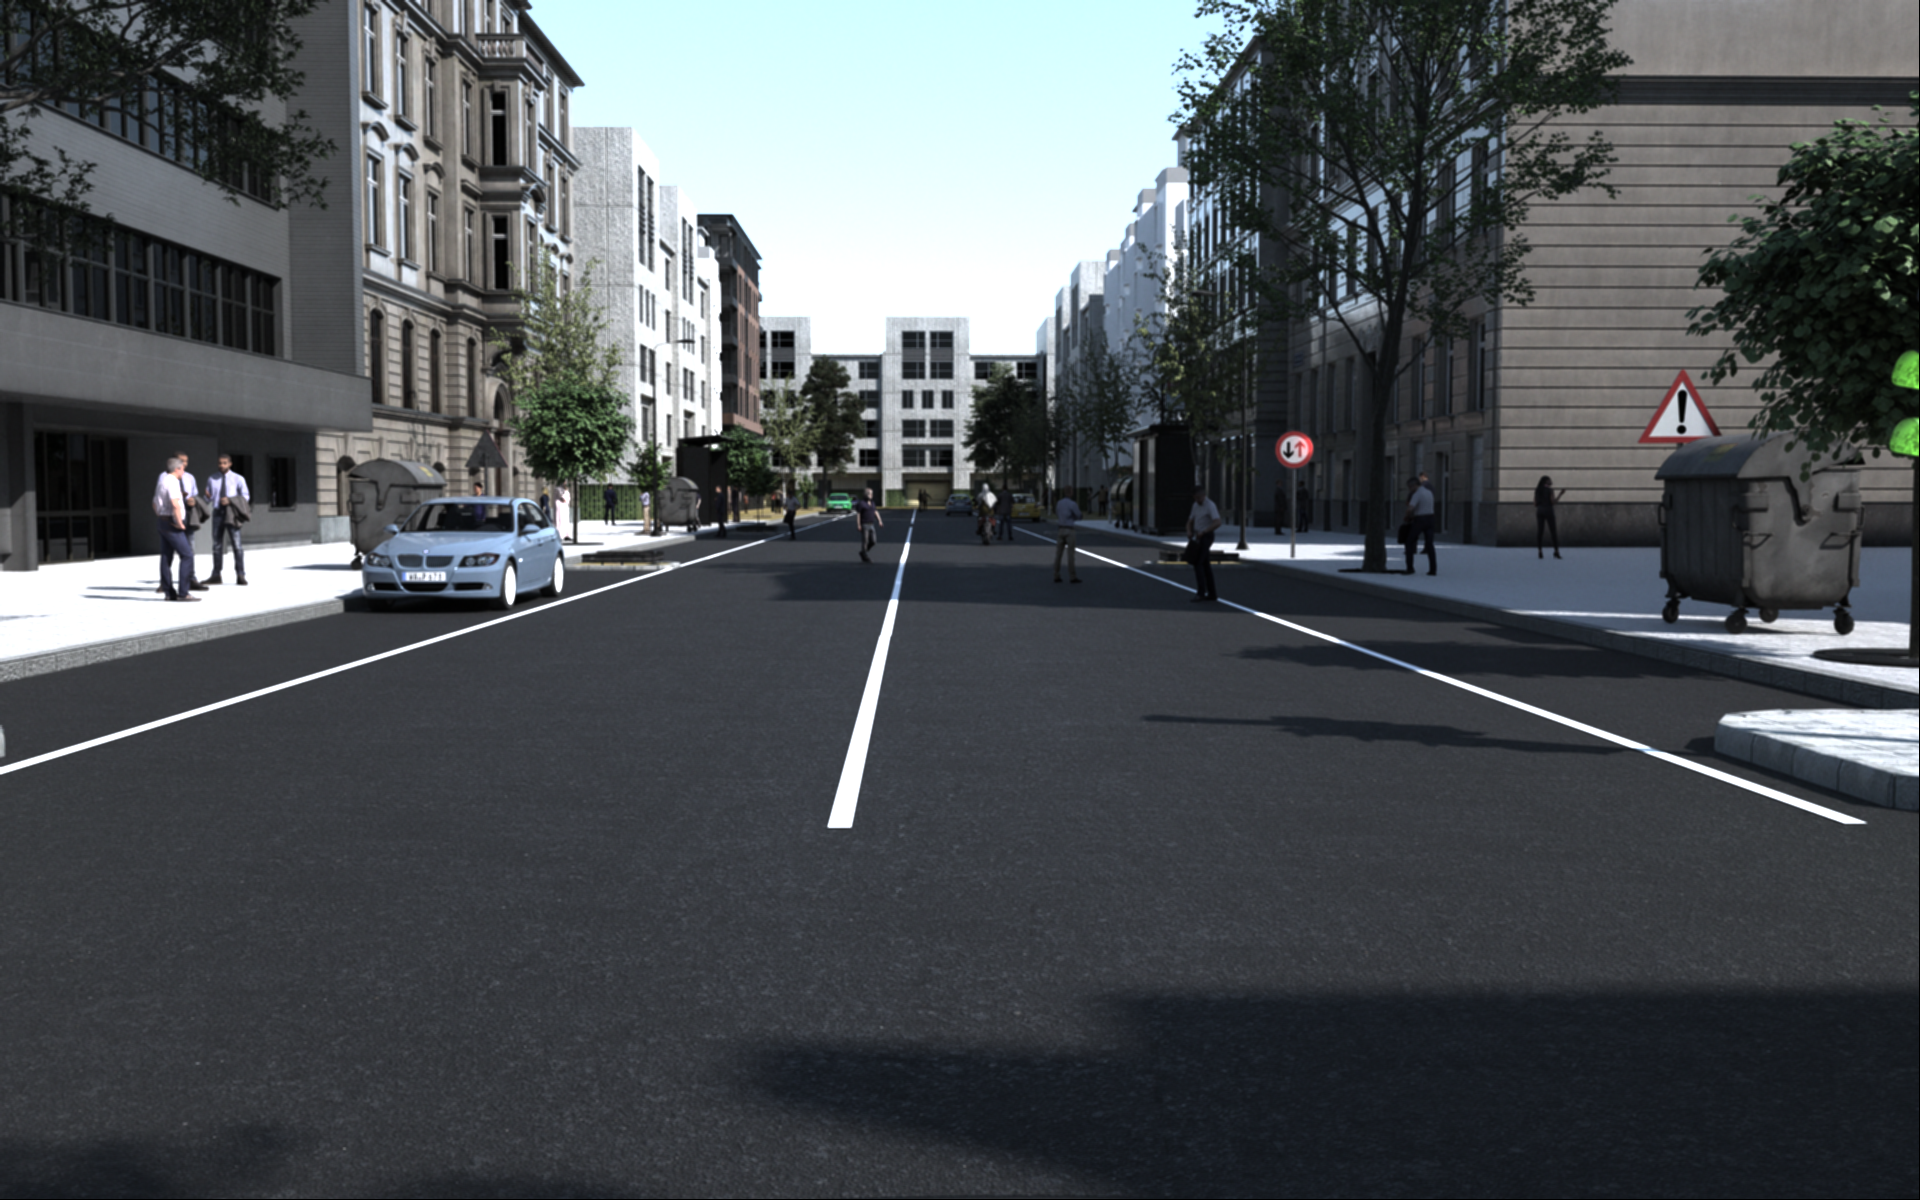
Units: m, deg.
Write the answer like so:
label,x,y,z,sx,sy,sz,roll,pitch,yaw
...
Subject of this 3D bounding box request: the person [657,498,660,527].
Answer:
label,x,y,z,sx,sy,sz,roll,pitch,yaw
person,-10.803,-3.345,62.803,0.516,1.574,0.319,-1,4,-17

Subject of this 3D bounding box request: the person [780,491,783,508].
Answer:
label,x,y,z,sx,sy,sz,roll,pitch,yaw
person,-17.017,-9.578,165.546,0.568,1.767,0.683,-1,4,-16

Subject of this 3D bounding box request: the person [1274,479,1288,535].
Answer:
label,x,y,z,sx,sy,sz,roll,pitch,yaw
person,10.100,-2.933,54.547,0.434,1.755,0.990,0,4,6

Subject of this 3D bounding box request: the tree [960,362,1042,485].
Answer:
label,x,y,z,sx,sy,sz,roll,pitch,yaw
tree,3.831,-14.125,149.074,7.486,12.596,7.792,0,3,0

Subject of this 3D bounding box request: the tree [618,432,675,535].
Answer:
label,x,y,z,sx,sy,sz,roll,pitch,yaw
tree,-9.667,-3.653,54.327,1.663,3.219,1.824,0,3,0

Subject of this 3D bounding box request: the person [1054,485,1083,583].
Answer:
label,x,y,z,sx,sy,sz,roll,pitch,yaw
person,1.741,-1.074,28.130,0.516,1.574,0.319,3,5,44

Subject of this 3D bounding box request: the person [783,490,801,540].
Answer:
label,x,y,z,sx,sy,sz,roll,pitch,yaw
person,-5.286,-2.683,54.581,0.614,1.554,0.590,2,4,28

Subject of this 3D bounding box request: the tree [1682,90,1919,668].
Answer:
label,x,y,z,sx,sy,sz,roll,pitch,yaw
tree,7.376,-1.812,13.335,4.285,4.588,4.351,0,3,0

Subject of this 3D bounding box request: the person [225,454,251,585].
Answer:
label,x,y,z,sx,sy,sz,roll,pitch,yaw
person,-10.349,-1.126,24.324,0.709,1.838,0.599,0,4,-6

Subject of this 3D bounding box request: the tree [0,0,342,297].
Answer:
label,x,y,z,sx,sy,sz,roll,pitch,yaw
tree,-8.369,-4.874,14.106,8.767,10.594,7.601,1,4,19

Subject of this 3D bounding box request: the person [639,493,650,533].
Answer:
label,x,y,z,sx,sy,sz,roll,pitch,yaw
person,-10.493,-3.028,57.614,0.319,1.574,0.516,1,4,12

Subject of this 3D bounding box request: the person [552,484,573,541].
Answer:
label,x,y,z,sx,sy,sz,roll,pitch,yaw
person,-10.774,-2.459,46.914,0.621,1.740,0.551,-1,4,-8

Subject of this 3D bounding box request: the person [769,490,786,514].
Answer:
label,x,y,z,sx,sy,sz,roll,pitch,yaw
person,-11.999,-6.619,114.275,1.348,1.823,0.705,1,4,21

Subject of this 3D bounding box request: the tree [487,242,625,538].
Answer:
label,x,y,z,sx,sy,sz,roll,pitch,yaw
tree,-11.522,-6.115,50.335,4.737,8.622,4.395,0,3,0

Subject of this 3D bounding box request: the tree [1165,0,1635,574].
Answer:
label,x,y,z,sx,sy,sz,roll,pitch,yaw
tree,6.914,-6.245,27.862,9.928,11.665,9.643,0,3,0

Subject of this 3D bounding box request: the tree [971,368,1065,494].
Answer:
label,x,y,z,sx,sy,sz,roll,pitch,yaw
tree,4.233,-11.849,128.137,7.601,10.594,8.767,0,4,2

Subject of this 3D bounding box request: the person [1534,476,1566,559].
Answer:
label,x,y,z,sx,sy,sz,roll,pitch,yaw
person,11.732,-1.649,34.478,0.593,1.643,0.415,0,4,6

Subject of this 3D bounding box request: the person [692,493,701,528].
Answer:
label,x,y,z,sx,sy,sz,roll,pitch,yaw
person,-9.807,-3.431,64.356,0.471,1.553,0.569,-3,4,-37

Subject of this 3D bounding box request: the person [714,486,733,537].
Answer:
label,x,y,z,sx,sy,sz,roll,pitch,yaw
person,-7.940,-2.927,57.274,0.530,1.710,0.541,1,4,11

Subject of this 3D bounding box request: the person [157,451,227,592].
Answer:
label,x,y,z,sx,sy,sz,roll,pitch,yaw
person,-10.163,-1.026,22.691,0.599,1.838,0.709,2,4,35

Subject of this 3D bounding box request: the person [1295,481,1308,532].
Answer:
label,x,y,z,sx,sy,sz,roll,pitch,yaw
person,11.386,-3.123,57.929,0.431,1.722,0.655,3,5,40

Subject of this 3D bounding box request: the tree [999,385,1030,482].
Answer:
label,x,y,z,sx,sy,sz,roll,pitch,yaw
tree,4.760,-10.138,116.125,4.737,8.622,4.395,0,3,0

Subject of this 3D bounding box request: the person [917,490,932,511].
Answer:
label,x,y,z,sx,sy,sz,roll,pitch,yaw
person,-2.991,-8.400,145.935,1.348,1.812,0.705,1,4,15

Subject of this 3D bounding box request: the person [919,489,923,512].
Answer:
label,x,y,z,sx,sy,sz,roll,pitch,yaw
person,-3.101,-7.869,137.180,0.705,1.821,1.348,0,4,2

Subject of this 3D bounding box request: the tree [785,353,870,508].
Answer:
label,x,y,z,sx,sy,sz,roll,pitch,yaw
tree,-11.972,-15.218,156.242,7.806,13.903,7.818,0,3,0

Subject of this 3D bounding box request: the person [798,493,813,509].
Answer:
label,x,y,z,sx,sy,sz,roll,pitch,yaw
person,-13.581,-8.920,151.962,1.350,1.814,0.705,-1,4,-14

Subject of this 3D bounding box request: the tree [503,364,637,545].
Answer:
label,x,y,z,sx,sy,sz,roll,pitch,yaw
tree,-9.833,-3.675,43.795,4.285,4.588,4.351,0,3,0

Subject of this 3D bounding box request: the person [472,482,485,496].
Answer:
label,x,y,z,sx,sy,sz,roll,pitch,yaw
person,-10.378,-1.758,37.157,0.453,1.535,0.546,0,4,-4

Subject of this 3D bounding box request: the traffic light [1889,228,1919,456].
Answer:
label,x,y,z,sx,sy,sz,roll,pitch,yaw
traffic light,5.190,-1.191,8.717,0.839,4.213,0.868,0,4,-1

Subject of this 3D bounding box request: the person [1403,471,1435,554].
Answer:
label,x,y,z,sx,sy,sz,roll,pitch,yaw
person,9.799,-1.871,37.088,0.683,1.767,0.568,-3,4,-37

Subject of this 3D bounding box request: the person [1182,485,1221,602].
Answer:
label,x,y,z,sx,sy,sz,roll,pitch,yaw
person,3.259,-0.760,23.142,0.590,1.554,0.614,-2,4,-27

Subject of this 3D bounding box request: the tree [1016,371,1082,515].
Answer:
label,x,y,z,sx,sy,sz,roll,pitch,yaw
tree,5.362,-9.389,103.880,4.360,8.622,3.978,0,3,0

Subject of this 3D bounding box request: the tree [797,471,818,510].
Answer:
label,x,y,z,sx,sy,sz,roll,pitch,yaw
tree,-12.677,-9.011,141.933,1.663,3.219,1.824,0,3,0

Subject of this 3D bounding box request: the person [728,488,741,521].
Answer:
label,x,y,z,sx,sy,sz,roll,pitch,yaw
person,-10.633,-4.544,81.804,0.566,1.644,0.517,3,4,39

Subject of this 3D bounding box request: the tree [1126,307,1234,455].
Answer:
label,x,y,z,sx,sy,sz,roll,pitch,yaw
tree,8.673,-7.235,68.647,4.360,8.622,3.978,0,3,0

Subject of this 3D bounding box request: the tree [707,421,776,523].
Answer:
label,x,y,z,sx,sy,sz,roll,pitch,yaw
tree,-9.843,-5.745,77.644,4.285,4.588,4.351,0,3,0

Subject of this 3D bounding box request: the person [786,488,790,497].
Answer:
label,x,y,z,sx,sy,sz,roll,pitch,yaw
person,-12.242,-7.222,124.803,0.721,1.739,1.217,-2,4,-31

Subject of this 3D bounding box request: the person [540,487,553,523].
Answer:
label,x,y,z,sx,sy,sz,roll,pitch,yaw
person,-13.210,-2.867,55.464,0.613,1.512,0.480,0,4,-1

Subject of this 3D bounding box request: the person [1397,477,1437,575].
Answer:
label,x,y,z,sx,sy,sz,roll,pitch,yaw
person,7.234,-1.170,27.390,0.614,1.554,0.590,-3,5,-41

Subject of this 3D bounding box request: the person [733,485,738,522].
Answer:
label,x,y,z,sx,sy,sz,roll,pitch,yaw
person,-10.251,-4.408,79.032,0.530,1.710,0.541,2,4,35

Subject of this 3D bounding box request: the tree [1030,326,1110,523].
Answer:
label,x,y,z,sx,sy,sz,roll,pitch,yaw
tree,6.407,-7.636,75.205,4.737,8.622,4.395,0,3,0

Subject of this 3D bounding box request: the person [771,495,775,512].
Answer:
label,x,y,z,sx,sy,sz,roll,pitch,yaw
person,-13.307,-7.197,123.645,0.705,1.831,1.348,0,4,7

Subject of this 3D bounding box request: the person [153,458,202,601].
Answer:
label,x,y,z,sx,sy,sz,roll,pitch,yaw
person,-9.409,-0.845,20.803,0.436,1.711,0.756,-2,4,-34

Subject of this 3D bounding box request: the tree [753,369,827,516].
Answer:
label,x,y,z,sx,sy,sz,roll,pitch,yaw
tree,-10.255,-9.311,102.592,4.737,8.622,4.395,0,3,0

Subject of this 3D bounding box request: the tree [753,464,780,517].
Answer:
label,x,y,z,sx,sy,sz,roll,pitch,yaw
tree,-11.018,-6.178,95.614,1.663,3.219,1.824,0,3,0

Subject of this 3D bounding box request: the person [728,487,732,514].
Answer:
label,x,y,z,sx,sy,sz,roll,pitch,yaw
person,-14.717,-6.297,109.558,0.434,1.755,0.990,2,4,24

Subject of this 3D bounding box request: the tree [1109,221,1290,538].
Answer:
label,x,y,z,sx,sy,sz,roll,pitch,yaw
tree,6.533,-5.893,46.716,4.737,8.622,4.395,0,3,0

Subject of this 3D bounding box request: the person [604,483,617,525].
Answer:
label,x,y,z,sx,sy,sz,roll,pitch,yaw
person,-14.510,-3.991,72.008,0.576,1.737,0.504,0,4,1

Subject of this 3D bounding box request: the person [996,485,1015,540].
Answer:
label,x,y,z,sx,sy,sz,roll,pitch,yaw
person,1.404,-2.742,54.155,0.655,1.722,0.431,0,4,1

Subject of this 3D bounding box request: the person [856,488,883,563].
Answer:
label,x,y,z,sx,sy,sz,roll,pitch,yaw
person,-1.915,-1.561,36.238,0.569,1.553,0.471,-1,4,-12
